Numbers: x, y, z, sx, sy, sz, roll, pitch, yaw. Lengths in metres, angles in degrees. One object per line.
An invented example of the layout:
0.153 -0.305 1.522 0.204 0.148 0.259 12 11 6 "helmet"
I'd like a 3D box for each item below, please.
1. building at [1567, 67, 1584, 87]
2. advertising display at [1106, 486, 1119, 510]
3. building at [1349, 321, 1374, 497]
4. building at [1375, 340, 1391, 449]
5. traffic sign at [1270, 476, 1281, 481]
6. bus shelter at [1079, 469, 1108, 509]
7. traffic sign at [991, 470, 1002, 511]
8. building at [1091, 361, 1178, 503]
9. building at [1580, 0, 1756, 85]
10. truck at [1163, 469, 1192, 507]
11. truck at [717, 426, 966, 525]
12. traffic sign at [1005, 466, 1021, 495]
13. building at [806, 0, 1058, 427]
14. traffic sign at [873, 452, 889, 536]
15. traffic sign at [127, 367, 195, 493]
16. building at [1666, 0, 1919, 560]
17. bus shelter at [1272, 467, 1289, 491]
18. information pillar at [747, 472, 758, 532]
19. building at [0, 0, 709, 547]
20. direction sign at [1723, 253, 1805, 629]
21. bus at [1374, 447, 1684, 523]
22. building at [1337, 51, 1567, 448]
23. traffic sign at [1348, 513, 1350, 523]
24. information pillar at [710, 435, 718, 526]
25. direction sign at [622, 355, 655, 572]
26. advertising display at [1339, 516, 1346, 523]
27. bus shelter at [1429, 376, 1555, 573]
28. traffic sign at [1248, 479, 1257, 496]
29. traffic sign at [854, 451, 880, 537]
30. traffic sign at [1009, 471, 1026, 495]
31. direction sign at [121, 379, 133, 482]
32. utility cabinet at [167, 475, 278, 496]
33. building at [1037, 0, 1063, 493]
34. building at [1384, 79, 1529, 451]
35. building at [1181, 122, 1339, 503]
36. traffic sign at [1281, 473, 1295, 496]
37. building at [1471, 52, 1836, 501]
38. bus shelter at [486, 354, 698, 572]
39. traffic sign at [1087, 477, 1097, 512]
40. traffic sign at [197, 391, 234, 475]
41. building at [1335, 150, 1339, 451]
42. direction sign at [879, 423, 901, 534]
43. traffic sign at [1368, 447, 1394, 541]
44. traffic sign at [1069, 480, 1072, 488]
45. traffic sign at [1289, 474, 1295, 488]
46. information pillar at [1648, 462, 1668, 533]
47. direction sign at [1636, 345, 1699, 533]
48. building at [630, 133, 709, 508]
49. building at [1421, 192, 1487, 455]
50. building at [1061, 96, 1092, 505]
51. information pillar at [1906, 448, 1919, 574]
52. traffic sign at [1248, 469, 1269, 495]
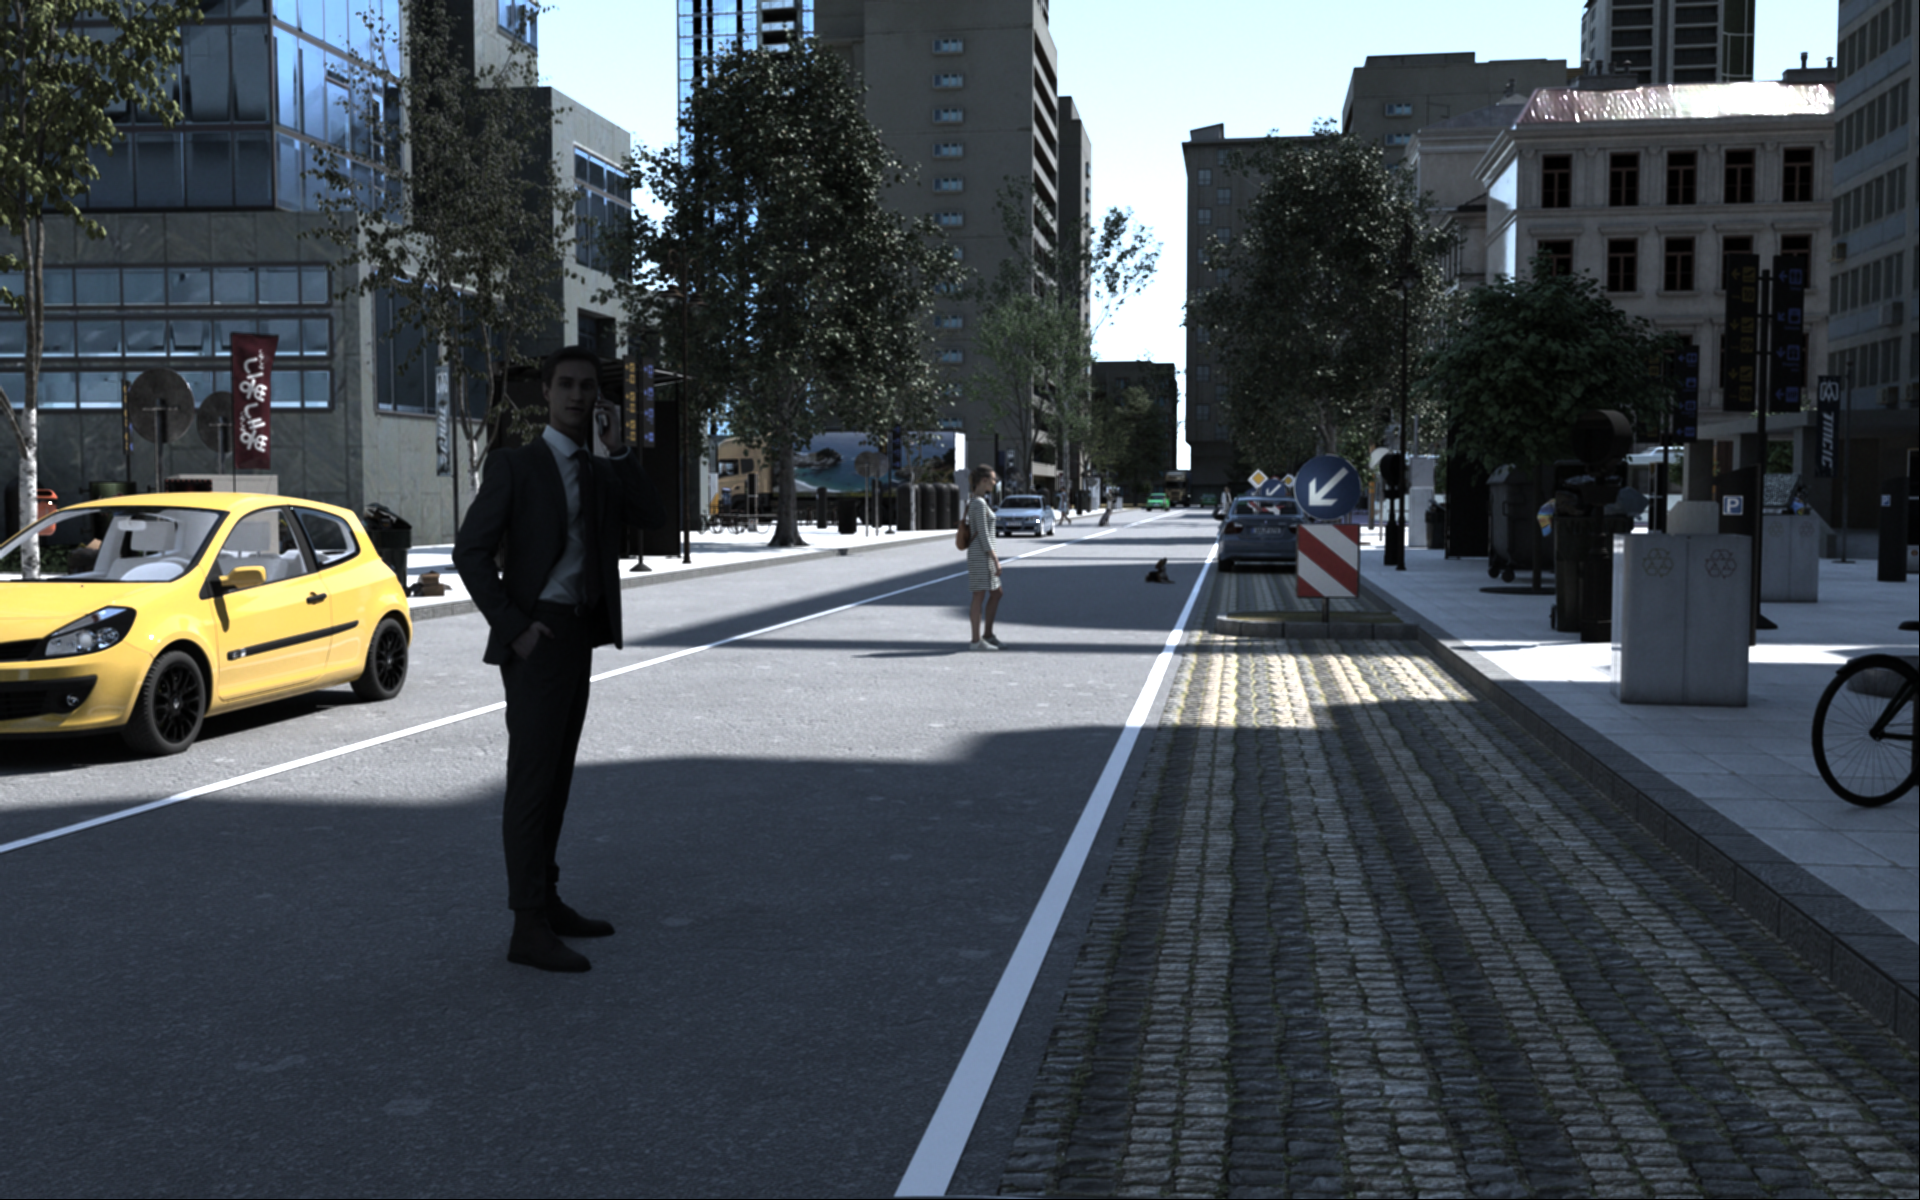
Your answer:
73.318 -42.959 244.374 28.212 58.520 21.231 1 4 9 "building"
12.052 -8.124 138.038 0.974 1.923 0.123 3 5 41 "advertising display"
51.419 -19.450 163.039 27.650 21.520 28.899 1 4 9 "building"
40.184 -18.901 138.701 12.332 23.373 15.834 1 4 9 "building"
21.828 -7.336 120.056 0.768 2.556 0.104 1 4 10 "traffic sign"
11.118 -9.183 144.069 2.014 3.302 5.546 1 4 9 "bus shelter"
1.270 -3.991 68.901 0.795 2.450 0.064 1 4 9 "traffic sign"
17.325 -25.235 257.635 28.899 21.520 27.650 1 4 9 "building"
97.476 -48.963 238.799 20.611 71.187 20.563 1 4 9 "building"
25.051 -12.833 198.735 2.839 4.237 11.283 1 4 11 "truck"
-5.490 -5.188 73.744 11.283 4.237 2.839 1 4 11 "truck"
2.390 -4.842 79.276 0.768 2.556 0.104 1 4 17 "traffic sign"
-2.486 -33.041 163.923 21.300 48.544 21.600 1 4 9 "building"
-2.516 -3.202 52.466 0.768 2.556 0.104 1 4 13 "traffic sign"
-8.051 -1.060 17.435 0.768 2.556 0.104 1 4 12 "traffic sign"
34.177 -21.131 37.372 32.217 40.220 23.993 1 4 9 "building"
25.310 -8.946 137.556 1.731 3.624 6.357 1 4 9 "bus shelter"
-7.055 -3.329 58.920 0.304 2.012 0.304 0 4 4 "information pillar"
-25.863 -45.065 49.487 31.000 86.520 22.319 1 4 9 "building"
7.628 -1.498 16.493 0.876 3.537 0.379 -1 4 -17 "direction sign"
22.339 -4.548 69.220 13.247 3.499 2.948 1 4 10 "bus"
52.559 -34.487 187.558 21.300 48.544 21.600 1 4 9 "building"
10.650 -2.830 47.450 0.795 2.450 0.064 1 4 10 "traffic sign"
-9.753 -4.726 68.617 0.183 3.616 0.504 -3 5 -39 "information pillar"
-5.293 -2.239 28.612 0.379 3.537 0.876 1 4 23 "direction sign"
14.235 -3.680 65.374 0.123 1.923 0.974 -3 4 -36 "advertising display"
9.609 -2.434 31.084 1.731 3.624 6.357 1 4 9 "bus shelter"
12.850 -4.371 75.105 0.795 2.450 0.064 1 4 9 "traffic sign"
-2.772 -3.146 51.539 0.768 2.556 0.104 1 4 10 "traffic sign"
2.542 -4.474 76.784 0.795 2.450 0.064 1 4 9 "traffic sign"
-16.571 -2.601 34.528 0.379 3.537 0.876 -1 4 -16 "direction sign"
-8.557 -0.701 20.145 0.318 1.500 1.173 3 5 41 "utility cabinet"
0.984 -45.612 184.011 20.563 71.187 20.611 1 4 9 "building"
37.225 -20.471 120.604 13.634 28.700 20.117 1 4 9 "building"
46.398 -40.570 252.559 27.495 52.752 28.713 1 4 9 "building"
18.303 -5.836 96.604 0.795 2.450 0.064 1 4 18 "traffic sign"
36.505 -15.190 84.516 21.152 22.565 11.583 1 4 9 "building"
-6.559 -2.467 31.619 1.731 3.624 6.357 1 4 9 "bus shelter"
9.538 -7.696 125.932 0.768 2.556 0.104 1 4 17 "traffic sign"
-9.115 -1.303 21.411 0.768 2.556 0.104 1 4 16 "traffic sign"
52.014 -34.012 206.209 14.600 45.320 14.200 1 4 9 "building"
-2.245 -3.882 55.465 0.876 3.537 0.379 2 4 34 "direction sign"
11.442 -2.869 47.011 0.768 2.556 0.104 1 4 14 "traffic sign"
7.972 -7.697 127.974 0.606 2.300 0.079 1 4 10 "traffic sign"
19.106 -6.044 99.999 0.795 2.450 0.064 1 4 16 "traffic sign"
16.039 -2.160 39.812 0.304 2.012 0.304 0 4 -7 "information pillar"
10.801 -2.111 26.510 0.876 3.537 0.379 1 4 12 "direction sign"
-21.459 -55.051 212.747 31.000 86.520 22.319 1 4 9 "building"
32.677 -14.460 101.052 10.561 19.102 19.286 1 4 9 "building"
4.500 -35.828 209.481 21.600 48.544 21.300 1 4 9 "building"
15.436 -1.435 27.946 0.304 2.012 0.304 2 4 32 "information pillar"
11.578 -3.889 67.222 0.795 2.450 0.064 1 4 9 "traffic sign"
